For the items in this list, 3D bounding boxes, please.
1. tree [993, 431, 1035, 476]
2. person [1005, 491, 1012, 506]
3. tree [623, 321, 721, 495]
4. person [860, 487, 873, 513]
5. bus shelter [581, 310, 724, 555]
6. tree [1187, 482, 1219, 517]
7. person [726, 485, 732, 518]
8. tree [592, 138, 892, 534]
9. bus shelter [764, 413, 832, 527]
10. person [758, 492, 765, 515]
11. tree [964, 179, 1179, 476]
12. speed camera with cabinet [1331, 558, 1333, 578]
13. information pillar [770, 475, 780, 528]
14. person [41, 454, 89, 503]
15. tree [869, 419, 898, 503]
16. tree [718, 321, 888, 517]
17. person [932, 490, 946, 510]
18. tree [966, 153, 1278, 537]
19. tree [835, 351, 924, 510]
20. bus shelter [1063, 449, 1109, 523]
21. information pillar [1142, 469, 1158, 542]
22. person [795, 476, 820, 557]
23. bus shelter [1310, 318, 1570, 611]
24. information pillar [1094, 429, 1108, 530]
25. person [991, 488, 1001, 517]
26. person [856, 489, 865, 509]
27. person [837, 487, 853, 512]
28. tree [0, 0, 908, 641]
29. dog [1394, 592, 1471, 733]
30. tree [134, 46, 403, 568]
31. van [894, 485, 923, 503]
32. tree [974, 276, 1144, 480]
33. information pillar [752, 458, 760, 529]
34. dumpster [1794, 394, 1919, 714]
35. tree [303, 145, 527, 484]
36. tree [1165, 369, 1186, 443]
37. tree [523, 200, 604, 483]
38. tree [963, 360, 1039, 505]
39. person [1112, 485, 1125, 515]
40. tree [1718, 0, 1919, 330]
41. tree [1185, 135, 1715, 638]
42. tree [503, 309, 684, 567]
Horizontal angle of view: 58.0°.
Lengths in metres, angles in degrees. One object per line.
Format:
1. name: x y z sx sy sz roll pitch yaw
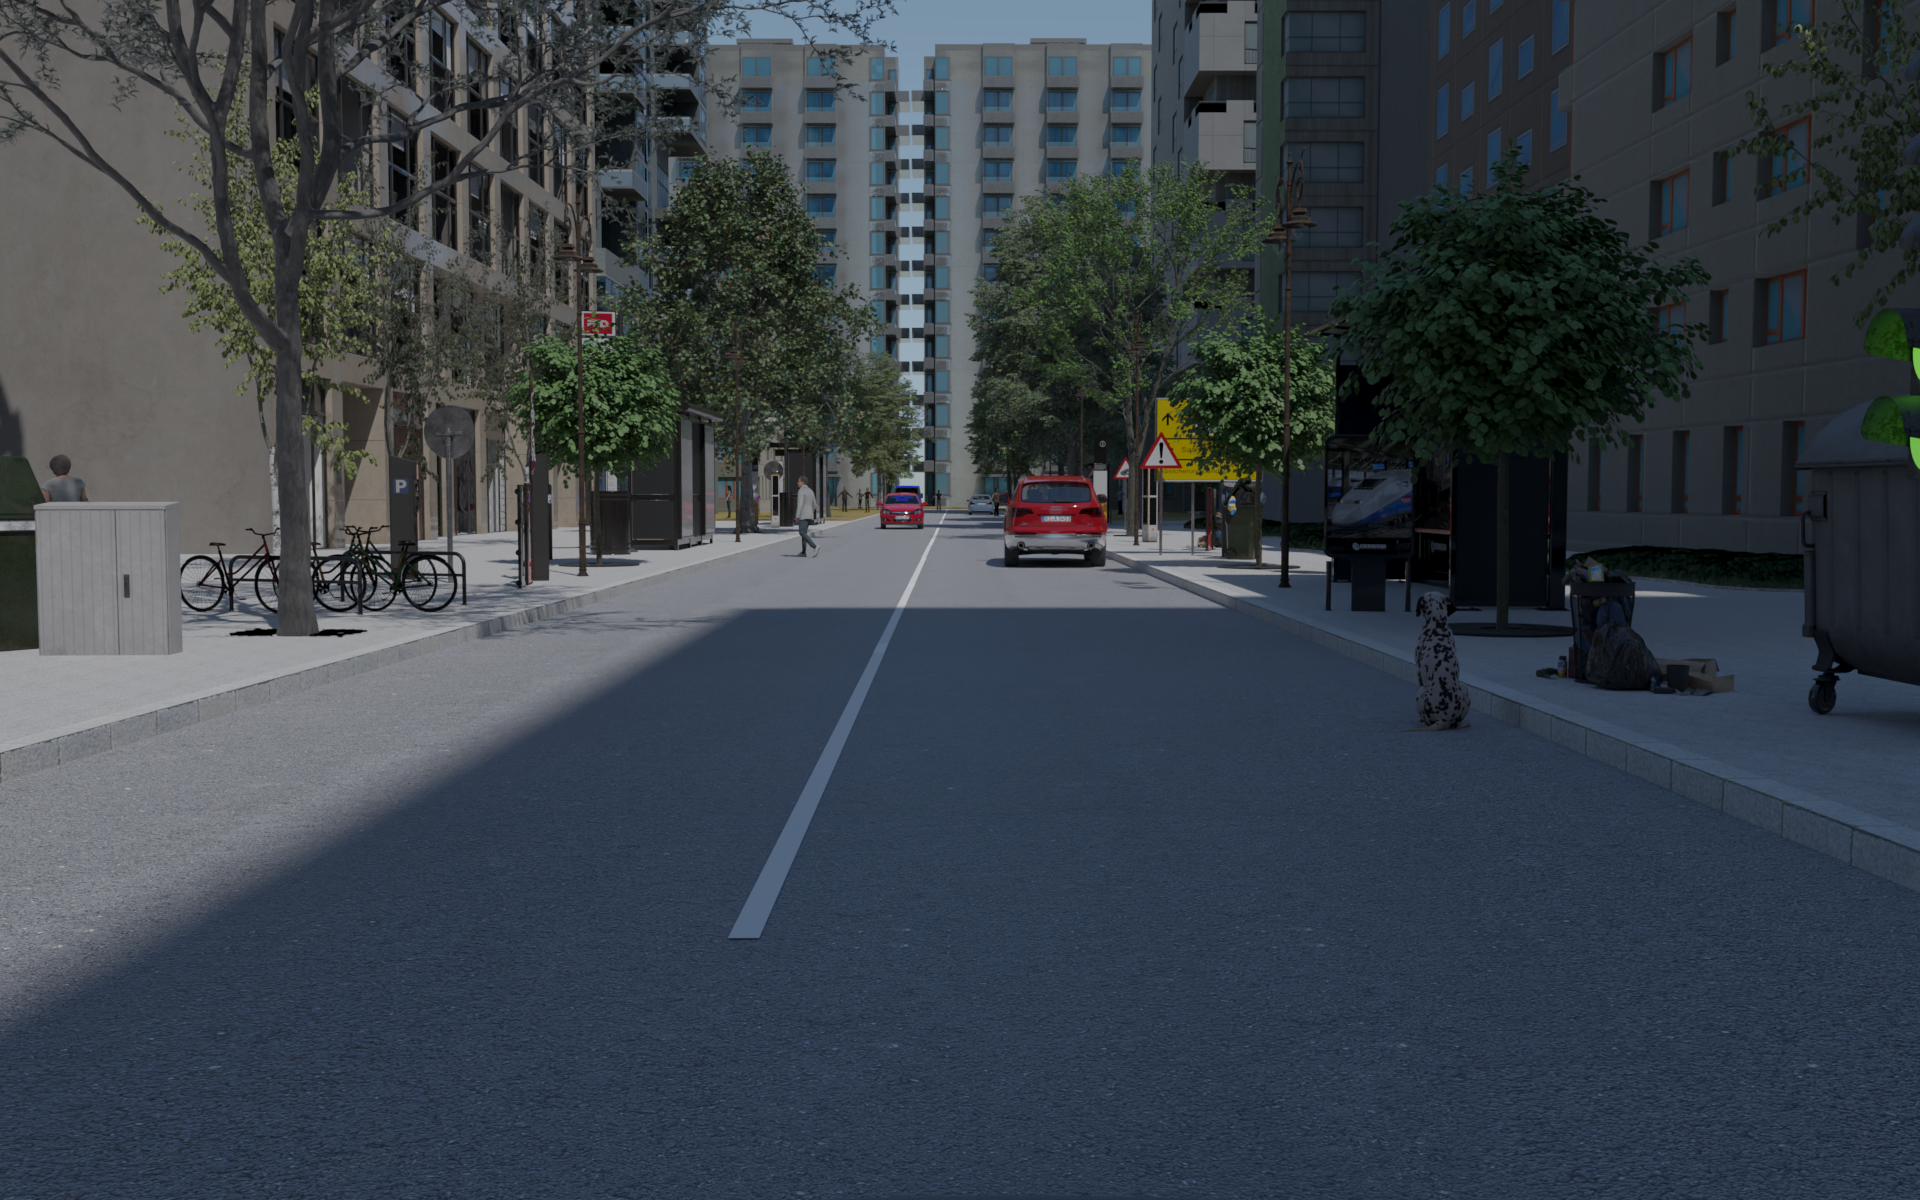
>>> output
1. tree: 4.164 -9.613 107.537 4.360 8.622 3.978 0 3 0
2. person: 4.315 -9.091 154.778 1.348 1.812 0.705 -3 4 -36
3. tree: -10.860 -7.363 70.752 4.737 8.622 4.395 0 3 0
4. person: -6.465 -6.930 119.868 1.217 1.766 0.721 -3 5 -42
5. bus shelter: -7.200 -3.851 40.602 2.179 5.291 8.768 0 4 0
6. tree: 10.718 -5.018 76.653 1.663 3.219 1.824 0 3 0
7. person: -12.264 -5.170 91.288 0.721 1.735 1.217 0 4 -6
8. tree: -7.035 -8.520 56.312 9.611 12.733 9.660 0 3 0
9. bus shelter: -6.721 -5.755 71.732 2.179 5.291 8.768 0 4 0
10. person: -12.308 -5.866 105.179 0.991 1.433 0.599 1 4 14
11. tree: 4.709 -10.021 70.492 9.857 13.997 8.962 0 3 0
12. speed camera with cabinet: 6.043 -1.973 26.590 0.660 3.252 2.038 1 4 14
13. information pillar: -7.039 -3.755 65.883 0.304 2.012 0.304 -1 4 -15
14. person: -11.284 -0.953 21.985 0.716 1.782 0.532 -3 5 -41
15. tree: -6.652 -12.071 147.717 4.737 8.622 4.395 0 3 0
16. tree: -7.359 -9.029 82.039 7.601 10.594 8.767 3 4 36
17. person: -1.890 -8.981 155.353 1.348 1.822 0.705 1 4 14
18. tree: 5.360 -7.724 52.038 9.928 11.665 9.643 0 3 0
19. tree: -6.821 -13.403 137.271 7.486 12.596 7.792 0 3 0
20. bus shelter: 5.891 -5.246 79.696 2.014 3.302 5.546 0 3 0
21. information pillar: 5.045 -2.539 46.009 0.304 2.012 0.304 -2 4 -28
22. person: -3.446 -1.892 39.279 0.795 1.843 0.661 2 4 28
23. bus shelter: 5.913 -1.881 22.040 1.731 3.624 6.357 0 3 0
24. information pillar: 5.025 -4.311 61.836 0.504 3.616 0.183 1 4 17
25. person: 2.347 -6.190 109.717 0.705 1.823 1.348 3 5 42
26. person: -8.802 -8.979 153.564 0.721 1.735 1.217 3 5 39
27. person: -8.252 -7.221 124.133 1.348 1.821 0.705 -2 4 -33
28. tree: -6.078 -6.412 15.209 12.009 13.543 11.850 0 3 0
29. dog: 2.870 0.378 10.658 0.513 0.831 0.800 3 5 45
30. tree: -11.387 -4.791 28.696 4.737 8.622 4.395 0 3 0
31. van: -3.647 -7.093 120.357 2.240 2.365 5.245 0 3 0
32. tree: 5.196 -10.595 90.244 9.611 12.733 9.660 0 3 0
33. information pillar: -7.630 -4.418 63.584 0.504 3.616 0.183 -1 4 -9
34. dumpster: 5.537 -0.219 9.343 1.264 1.857 1.865 0 4 0
35. tree: -11.875 -5.293 36.902 4.360 8.622 3.978 0 3 0
36. tree: 5.203 -2.836 30.086 4.285 4.588 4.351 0 3 0
37. tree: -10.995 -5.656 42.844 4.360 8.622 3.978 0 3 0
38. tree: 3.706 -13.685 141.872 7.486 12.596 7.792 0 3 0
39. person: 9.977 -6.240 108.053 0.705 1.826 1.348 -2 4 -29
40. tree: 9.633 -4.022 16.124 4.737 8.622 4.395 0 3 0
41. tree: 5.024 -1.981 16.109 4.285 4.588 4.351 0 3 0
42. tree: -6.490 -2.894 31.025 4.285 4.588 4.351 0 3 0
